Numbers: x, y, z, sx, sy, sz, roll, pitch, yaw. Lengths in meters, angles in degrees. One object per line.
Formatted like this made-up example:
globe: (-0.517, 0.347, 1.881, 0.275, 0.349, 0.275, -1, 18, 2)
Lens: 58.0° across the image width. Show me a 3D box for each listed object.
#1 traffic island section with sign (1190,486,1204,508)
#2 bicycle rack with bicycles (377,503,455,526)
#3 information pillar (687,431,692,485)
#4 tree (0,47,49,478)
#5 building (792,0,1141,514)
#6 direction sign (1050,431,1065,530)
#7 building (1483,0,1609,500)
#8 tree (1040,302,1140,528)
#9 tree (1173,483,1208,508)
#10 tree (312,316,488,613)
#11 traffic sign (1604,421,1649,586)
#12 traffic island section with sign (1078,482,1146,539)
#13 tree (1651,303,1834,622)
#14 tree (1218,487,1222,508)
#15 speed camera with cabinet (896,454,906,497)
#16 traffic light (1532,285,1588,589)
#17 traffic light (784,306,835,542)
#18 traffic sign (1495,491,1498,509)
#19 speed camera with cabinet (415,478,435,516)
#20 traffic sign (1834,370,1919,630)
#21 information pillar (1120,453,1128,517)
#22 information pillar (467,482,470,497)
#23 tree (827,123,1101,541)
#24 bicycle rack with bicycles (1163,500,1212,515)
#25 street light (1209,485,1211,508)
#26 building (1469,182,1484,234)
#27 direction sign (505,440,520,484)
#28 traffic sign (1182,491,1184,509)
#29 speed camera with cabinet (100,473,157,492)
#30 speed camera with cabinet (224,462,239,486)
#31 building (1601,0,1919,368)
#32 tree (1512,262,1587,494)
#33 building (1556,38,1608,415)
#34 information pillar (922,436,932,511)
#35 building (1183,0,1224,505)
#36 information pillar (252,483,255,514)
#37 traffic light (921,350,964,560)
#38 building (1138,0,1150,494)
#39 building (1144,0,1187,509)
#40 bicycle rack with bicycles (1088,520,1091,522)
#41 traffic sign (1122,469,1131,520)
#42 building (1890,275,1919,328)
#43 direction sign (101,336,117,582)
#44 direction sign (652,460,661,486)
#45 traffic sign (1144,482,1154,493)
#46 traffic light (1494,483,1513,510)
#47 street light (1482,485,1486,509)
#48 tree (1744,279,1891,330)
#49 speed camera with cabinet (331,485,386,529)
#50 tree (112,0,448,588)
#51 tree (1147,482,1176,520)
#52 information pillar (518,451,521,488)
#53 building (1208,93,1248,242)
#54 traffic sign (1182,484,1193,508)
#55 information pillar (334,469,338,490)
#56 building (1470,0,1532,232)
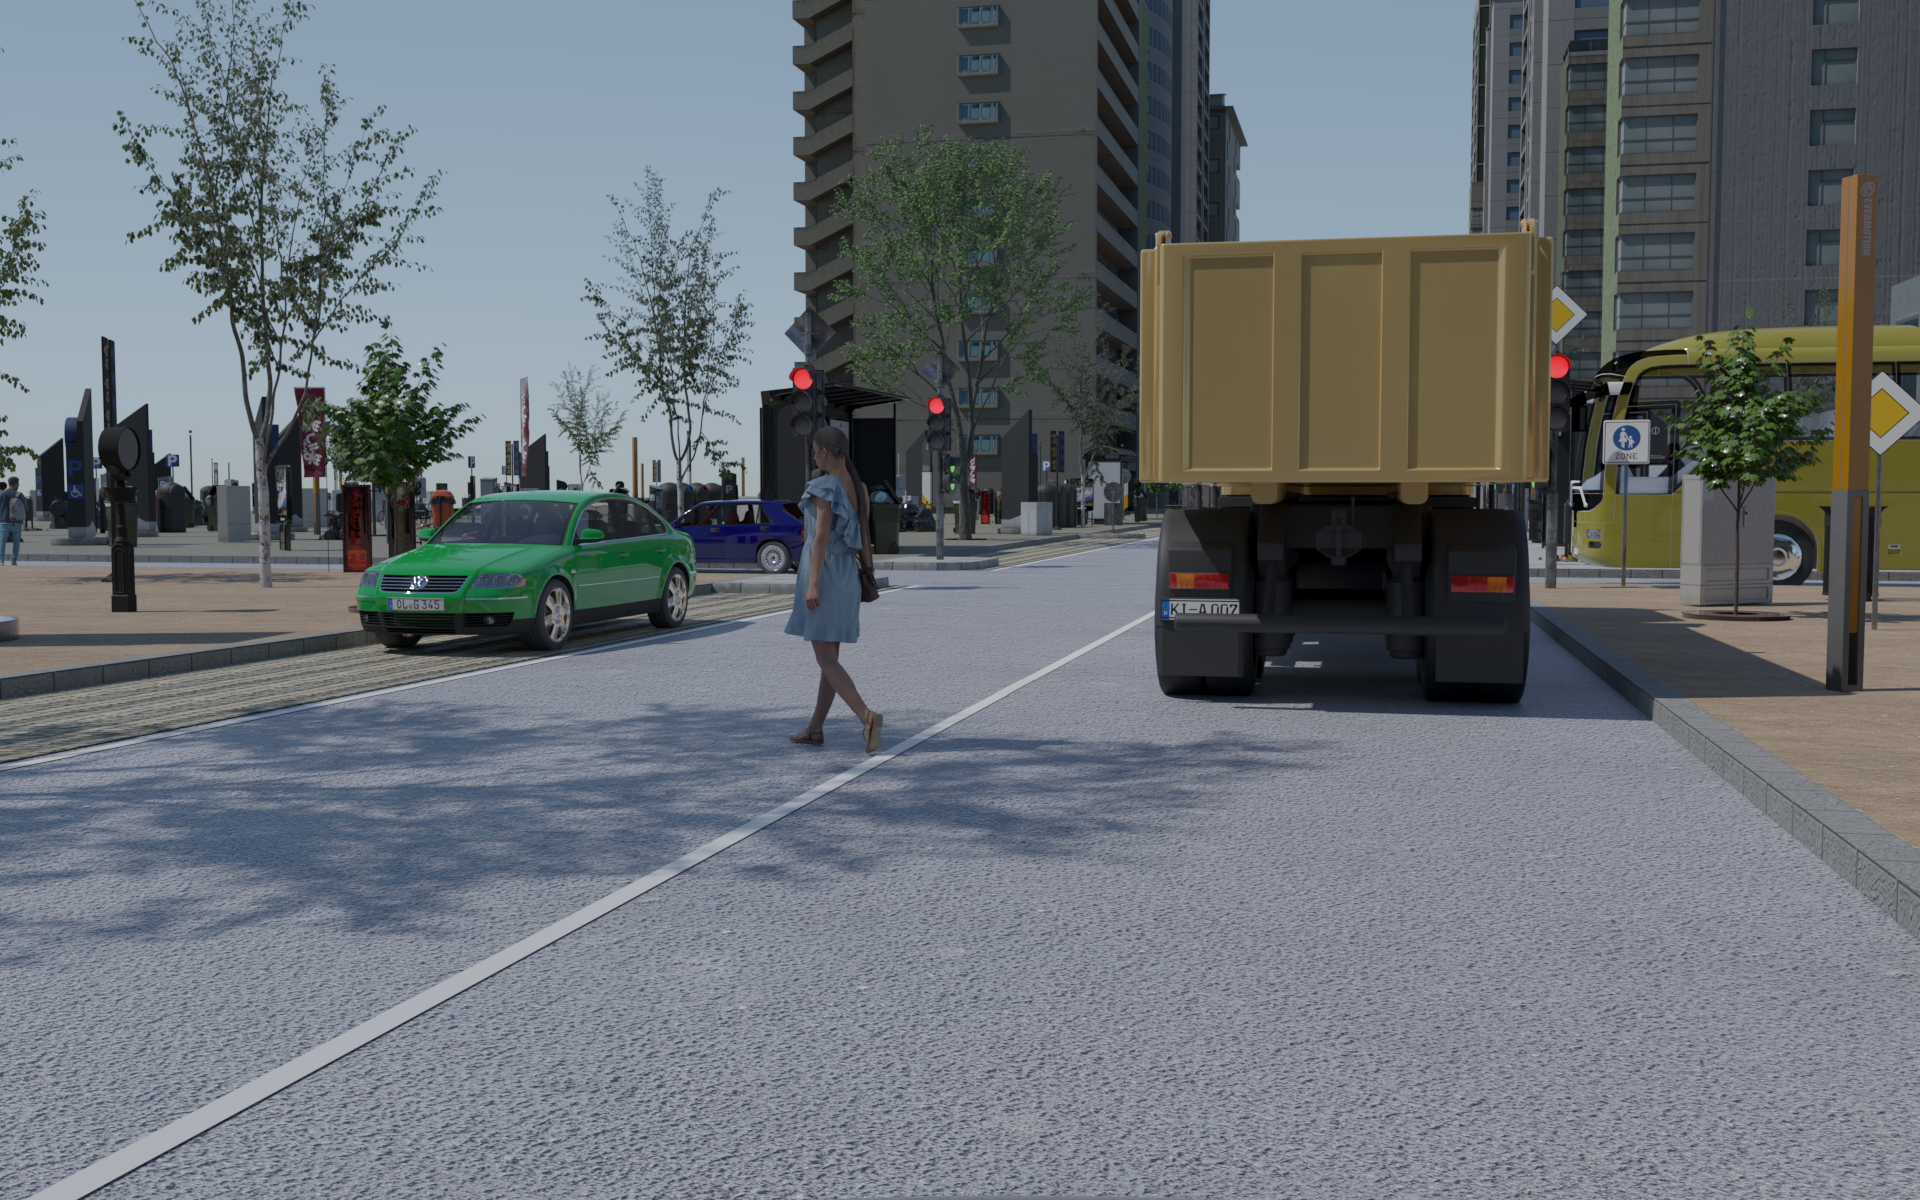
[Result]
traffic island section with sign: (11.271, -4.501, 82.226, 1.989, 1.847, 2.006, 1, 4, 14)
bicycle rack with bicycles: (-21.965, -3.523, 70.976, 2.925, 0.926, 2.852, 2, 4, 25)
information pillar: (-9.982, -4.433, 63.836, 0.183, 3.616, 0.504, -1, 4, -19)
tree: (-15.554, -4.617, 25.848, 4.737, 8.622, 4.395, 0, 3, 0)
building: (0.581, -30.430, 121.226, 21.300, 48.544, 21.600, 1, 4, 14)
direction sign: (3.489, -4.290, 62.142, 0.379, 3.537, 0.876, 3, 4, 37)
building: (72.719, -40.544, 204.888, 21.231, 58.520, 28.212, 1, 4, 14)
tree: (4.929, -7.067, 65.908, 4.360, 8.622, 3.978, 0, 3, 0)
tree: (12.898, -7.025, 98.579, 4.285, 4.588, 4.351, 0, 3, 0)
tree: (-6.321, -1.493, 19.014, 1.663, 3.219, 1.824, 0, 3, 0)
traffic sign: (9.235, -1.340, 24.045, 0.606, 2.300, 0.079, 1, 4, 23)
traffic island section with sign: (4.957, -2.898, 56.018, 1.989, 1.847, 2.006, 1, 4, 14)
tree: (7.994, -1.412, 17.690, 1.663, 3.219, 1.824, 0, 3, 0)
tree: (17.321, -10.158, 116.452, 4.737, 8.622, 4.395, 0, 3, 0)
speed camera with cabinet: (-2.630, -5.562, 85.275, 0.660, 3.252, 2.038, 3, 5, 43)
traffic light: (8.027, -2.114, 23.477, 0.839, 4.253, 0.868, 1, 4, 14)
traffic light: (-2.245, -2.264, 25.930, 0.839, 4.253, 0.868, 1, 4, 14)
traffic sign: (12.402, -2.449, 40.039, 0.884, 2.594, 0.081, 2, 4, 23)
speed camera with cabinet: (-29.591, -6.215, 95.949, 0.660, 3.252, 2.038, 1, 4, 17)
traffic sign: (8.629, -0.923, 16.280, 0.795, 2.450, 0.064, 1, 4, 21)
information pillar: (9.342, -6.576, 98.880, 0.504, 3.616, 0.183, 1, 4, 18)
information pillar: (-29.484, -6.114, 104.460, 0.304, 2.012, 0.304, 2, 4, 34)
tree: (0.142, -7.484, 48.116, 9.928, 11.665, 9.643, 0, 3, 0)
bicycle rack with bicycles: (13.602, -5.651, 105.774, 2.925, 0.926, 2.852, 3, 5, 40)
street light: (15.703, -8.320, 108.827, 0.468, 5.910, 1.993, 1, 4, 14)
building: (73.711, -33.256, 227.337, 14.154, 41.232, 14.086, 1, 4, 14)
direction sign: (-18.968, -4.982, 73.446, 0.876, 3.537, 0.379, 3, 4, 37)
traffic sign: (13.342, -6.337, 103.715, 0.768, 2.556, 0.104, 1, 4, 20)
speed camera with cabinet: (-36.383, -4.975, 75.676, 2.038, 3.252, 0.660, -1, 4, -14)
speed camera with cabinet: (-45.530, -6.895, 107.073, 0.660, 3.252, 2.038, 1, 4, 20)
building: (37.123, -24.245, 79.997, 14.154, 41.232, 14.086, 1, 4, 14)
tree: (16.647, -6.221, 52.073, 4.360, 8.622, 3.978, 0, 3, 0)
building: (45.913, -20.844, 112.498, 14.160, 30.474, 14.107, 1, 4, 14)
information pillar: (-1.245, -4.559, 65.894, 0.183, 3.616, 0.504, -3, 5, -41)
building: (21.690, -47.216, 210.230, 20.563, 71.187, 20.611, 1, 4, 14)
information pillar: (-46.338, -6.687, 113.829, 0.304, 2.012, 0.304, 0, 4, -6)
traffic light: (-0.372, -2.738, 33.693, 0.839, 4.253, 0.868, 1, 4, 14)
building: (7.256, -27.878, 139.407, 14.154, 41.232, 14.086, 1, 4, 14)
building: (8.890, -37.853, 160.893, 21.231, 58.520, 28.212, 1, 4, 14)
bicycle rack with bicycles: (4.700, -4.012, 78.981, 2.925, 0.926, 2.852, -1, 4, -17)
traffic sign: (8.146, -5.278, 86.393, 0.768, 2.556, 0.104, 1, 4, 19)
building: (40.065, -44.378, 38.248, 31.000, 86.520, 22.319, 1, 4, 14)
direction sign: (-12.405, -2.038, 25.324, 0.379, 3.537, 0.876, -1, 4, -16)
direction sign: (-20.096, -7.512, 114.812, 0.876, 3.537, 0.379, 3, 5, 42)
traffic sign: (8.840, -5.057, 82.688, 0.884, 2.594, 0.081, 1, 4, 22)
traffic light: (9.900, -2.588, 31.240, 0.839, 4.253, 0.868, 1, 4, 14)
street light: (14.099, -4.505, 46.449, 0.468, 5.910, 1.993, 1, 4, 14)
tree: (28.648, -6.646, 59.026, 4.360, 8.622, 3.978, 0, 3, 0)
speed camera with cabinet: (-21.849, -4.211, 63.179, 2.038, 3.252, 0.660, -1, 4, -21)
tree: (-9.372, -4.466, 23.376, 4.360, 8.622, 3.978, 0, 3, 0)
tree: (9.889, -5.676, 87.401, 1.663, 3.219, 1.824, 0, 3, 0)
information pillar: (-23.482, -6.216, 92.983, 0.504, 3.616, 0.183, 0, 4, 8)
building: (23.487, -39.500, 235.055, 28.713, 52.752, 27.495, 1, 4, 14)
traffic sign: (12.147, -5.532, 92.580, 0.606, 2.300, 0.079, 1, 4, 20)
information pillar: (-37.241, -6.850, 103.347, 0.183, 3.616, 0.504, 0, 4, -5)
building: (80.423, -49.258, 243.612, 20.563, 71.187, 20.611, 1, 4, 14)
